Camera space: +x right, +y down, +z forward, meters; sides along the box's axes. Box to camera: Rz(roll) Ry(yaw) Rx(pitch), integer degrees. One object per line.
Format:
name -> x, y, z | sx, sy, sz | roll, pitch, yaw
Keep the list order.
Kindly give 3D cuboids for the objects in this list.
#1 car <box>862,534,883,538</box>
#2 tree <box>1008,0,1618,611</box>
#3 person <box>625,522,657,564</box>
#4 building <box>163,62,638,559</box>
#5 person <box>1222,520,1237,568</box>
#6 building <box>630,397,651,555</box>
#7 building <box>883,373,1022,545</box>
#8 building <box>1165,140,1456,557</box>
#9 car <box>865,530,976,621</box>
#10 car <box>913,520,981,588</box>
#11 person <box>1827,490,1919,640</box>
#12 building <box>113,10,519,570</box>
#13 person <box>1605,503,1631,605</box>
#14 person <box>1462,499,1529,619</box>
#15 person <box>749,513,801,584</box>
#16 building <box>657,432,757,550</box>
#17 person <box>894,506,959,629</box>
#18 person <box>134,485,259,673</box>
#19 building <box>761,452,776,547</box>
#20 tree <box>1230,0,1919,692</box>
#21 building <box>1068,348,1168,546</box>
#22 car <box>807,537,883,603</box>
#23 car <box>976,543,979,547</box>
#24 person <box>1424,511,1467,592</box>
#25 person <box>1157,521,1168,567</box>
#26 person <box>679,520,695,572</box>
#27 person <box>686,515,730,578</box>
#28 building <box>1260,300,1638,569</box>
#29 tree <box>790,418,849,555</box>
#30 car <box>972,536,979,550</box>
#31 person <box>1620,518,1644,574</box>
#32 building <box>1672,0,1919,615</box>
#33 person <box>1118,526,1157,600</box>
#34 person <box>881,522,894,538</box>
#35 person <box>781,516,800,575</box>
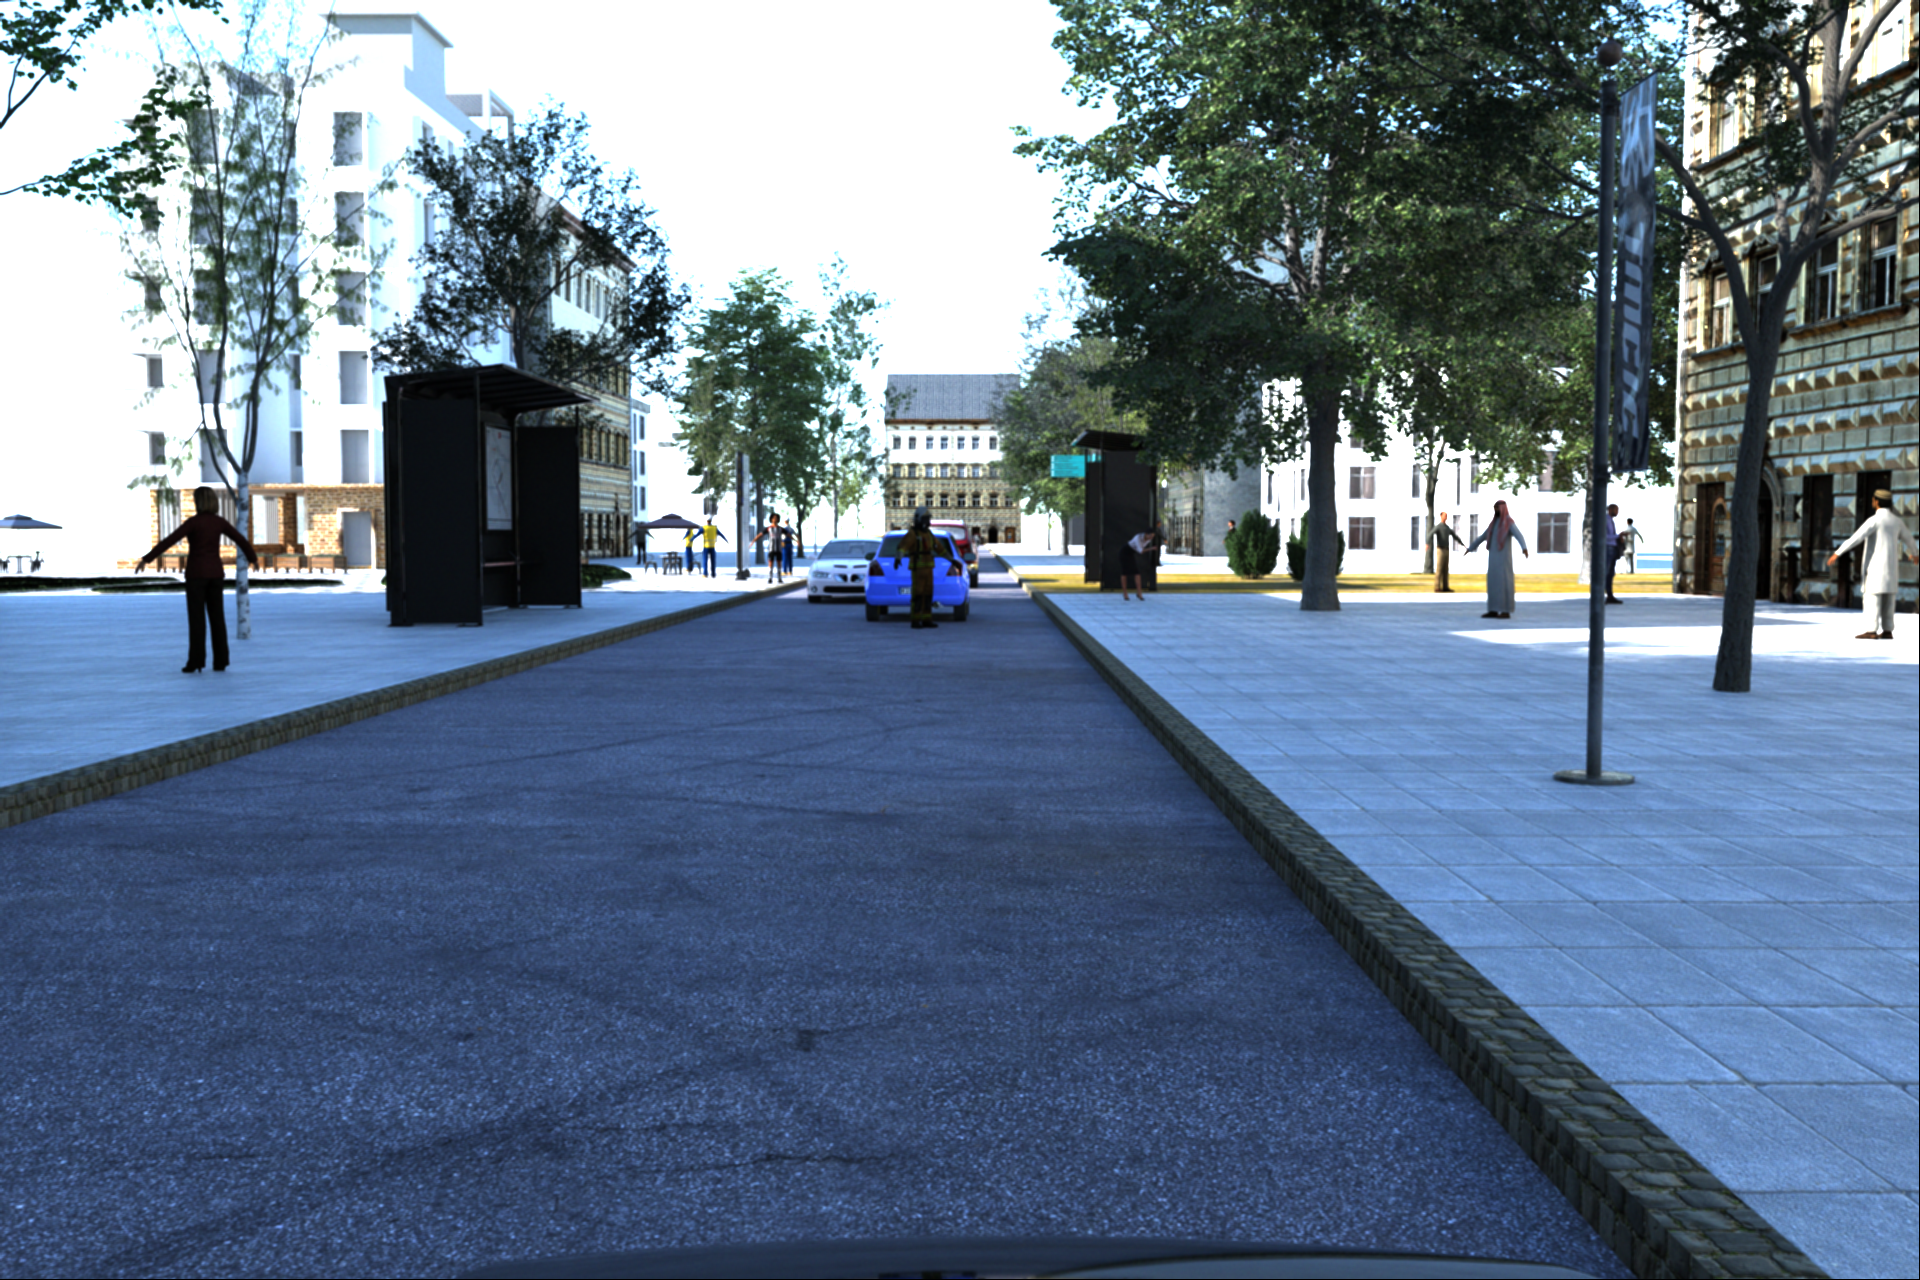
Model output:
car -> -2.713, -2.927, 58.075 | 2.015, 1.641, 3.980 | 0, 4, 0
tree -> 5.967, -7.471, 28.807 | 9.857, 13.997, 8.962 | 0, 3, 0
person -> -13.518, -4.119, 73.478 | 1.348, 1.813, 0.705 | -1, 4, -22
building -> -27.856, -15.740, 88.275 | 19.493, 23.208, 18.063 | 0, 4, 1
person -> 10.312, -3.652, 65.889 | 0.705, 1.806, 1.347 | -1, 4, -11
building -> -24.555, -10.415, 112.425 | 9.099, 9.664, 28.070 | 0, 3, 0
building -> -0.830, -24.565, 235.030 | 18.063, 23.208, 19.493 | 0, 4, 1
building -> 22.702, -16.705, 104.058 | 19.493, 23.208, 18.063 | 0, 4, 1
car -> -0.692, -1.234, 29.775 | 1.945, 1.707, 3.694 | 0, 4, 1
car -> -0.539, -2.395, 47.832 | 2.281, 1.827, 5.304 | 0, 4, -1
person -> 11.181, -0.917, 21.085 | 1.344, 1.819, 0.704 | -1, 4, -17
building -> -24.648, -12.699, 64.044 | 16.016, 20.090, 11.380 | 0, 4, 1
person -> 11.937, -1.566, 31.518 | 0.599, 1.838, 0.709 | 3, 5, 40
person -> 8.209, -1.239, 26.411 | 0.704, 1.811, 1.347 | -2, 4, -27
person -> -4.795, -2.372, 44.928 | 1.345, 1.843, 0.704 | -1, 4, -10
building -> -22.775, -13.111, 156.519 | 9.099, 9.664, 28.070 | 0, 4, 1
person -> -0.559, -1.110, 26.373 | 0.705, 1.858, 1.354 | 3, 5, 43
person -> -7.076, -0.571, 16.145 | 0.721, 1.729, 1.215 | 3, 4, 36
building -> -24.519, -15.100, 189.031 | 9.099, 9.664, 28.070 | 0, 3, 0
tree -> 6.191, -4.839, 13.526 | 8.767, 10.594, 7.601 | 1, 4, 17
building -> 26.231, -22.091, 205.156 | 27.936, 21.610, 32.646 | 0, 4, 0
car -> -2.249, -1.552, 37.738 | 2.083, 1.381, 4.827 | 0, 4, 0
car -> -0.314, -3.355, 66.657 | 2.131, 1.459, 4.920 | 0, 4, -1
person -> 10.644, -1.946, 38.090 | 1.348, 1.796, 0.705 | -2, 4, -32
person -> 7.769, -3.766, 67.793 | 0.704, 1.802, 1.346 | -1, 4, -16
person -> -9.271, -3.201, 58.806 | 0.721, 1.772, 1.216 | 1, 4, 12
person -> -7.359, -2.739, 50.752 | 1.349, 1.833, 0.705 | -2, 4, -25
building -> 20.119, -8.207, 76.325 | 9.099, 9.664, 28.070 | 0, 3, 0
tree -> -8.707, -9.415, 104.295 | 4.737, 8.622, 4.395 | 0, 3, 0
car -> 0.310, -6.222, 114.314 | 1.945, 1.354, 3.894 | 0, 4, 0
person -> 21.557, -3.037, 55.842 | 1.347, 1.806, 0.705 | -1, 4, -19
building -> 24.424, -12.005, 27.204 | 19.493, 23.208, 18.063 | 0, 4, 0
person -> 3.448, -1.482, 33.469 | 0.799, 1.438, 0.628 | 1, 4, 13
person -> -2.183, -2.844, 55.092 | 1.348, 1.813, 0.705 | 3, 4, 39
person -> -5.394, -2.934, 53.833 | 0.705, 1.847, 1.347 | 3, 5, 39
